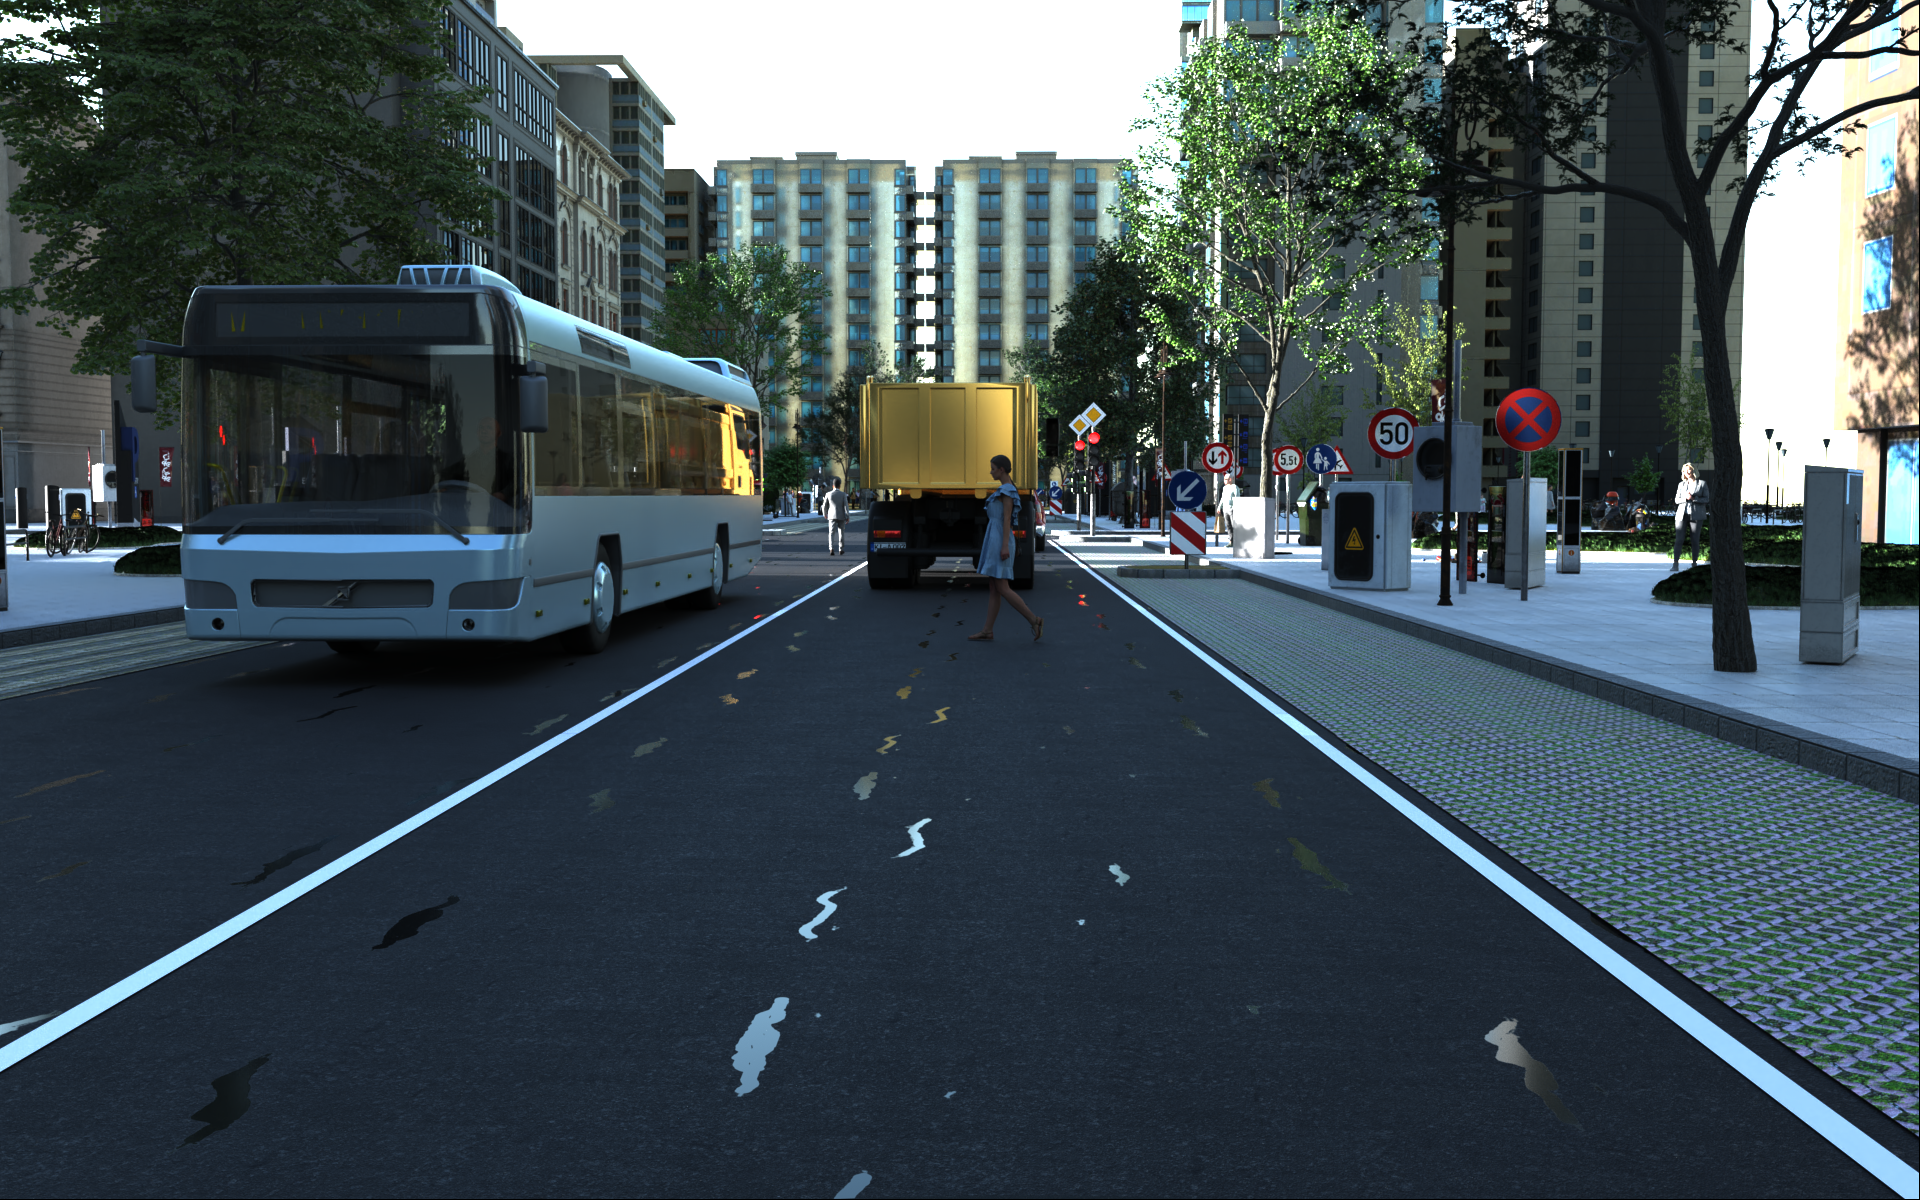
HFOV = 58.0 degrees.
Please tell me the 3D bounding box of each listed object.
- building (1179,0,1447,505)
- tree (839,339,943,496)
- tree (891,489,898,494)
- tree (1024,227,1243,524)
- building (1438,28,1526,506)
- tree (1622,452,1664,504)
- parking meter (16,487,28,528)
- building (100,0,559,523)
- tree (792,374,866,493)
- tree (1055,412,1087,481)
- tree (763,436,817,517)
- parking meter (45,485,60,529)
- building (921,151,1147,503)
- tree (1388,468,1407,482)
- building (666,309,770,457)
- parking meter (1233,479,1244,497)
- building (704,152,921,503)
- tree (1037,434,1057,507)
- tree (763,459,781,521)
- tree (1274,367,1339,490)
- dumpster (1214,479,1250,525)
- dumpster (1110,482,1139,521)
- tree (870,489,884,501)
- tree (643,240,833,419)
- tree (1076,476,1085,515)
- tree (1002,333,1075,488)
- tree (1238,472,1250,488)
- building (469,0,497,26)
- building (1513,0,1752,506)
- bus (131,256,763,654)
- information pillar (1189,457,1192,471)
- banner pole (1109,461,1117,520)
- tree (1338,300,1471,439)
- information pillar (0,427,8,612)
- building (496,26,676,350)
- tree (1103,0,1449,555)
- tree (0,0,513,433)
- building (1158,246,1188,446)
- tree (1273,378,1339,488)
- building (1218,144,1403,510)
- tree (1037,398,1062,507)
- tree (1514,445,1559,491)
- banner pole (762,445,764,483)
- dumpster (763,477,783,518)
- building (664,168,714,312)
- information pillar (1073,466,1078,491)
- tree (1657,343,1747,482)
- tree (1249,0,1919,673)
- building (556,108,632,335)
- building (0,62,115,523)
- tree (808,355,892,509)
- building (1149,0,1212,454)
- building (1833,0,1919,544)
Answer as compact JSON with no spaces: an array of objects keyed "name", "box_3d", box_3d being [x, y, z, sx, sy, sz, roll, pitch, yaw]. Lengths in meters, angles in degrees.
[{"name":"building","box_3d":[33.157,-33.521,167.675,23.786,49.044,30.456,0,4,1]},{"name":"tree","box_3d":[-9.262,-21.841,212.986,12.611,20.169,13.585,0,3,0]},{"name":"tree","box_3d":[-7.466,-12.577,200.235,1.663,3.219,1.824,0,3,0]},{"name":"tree","box_3d":[7.320,-9.632,74.498,9.611,12.733,9.660,0,3,0]},{"name":"building","box_3d":[48.436,-34.376,185.744,21.600,48.544,21.300,0,4,1]},{"name":"tree","box_3d":[31.178,-5.144,78.714,1.663,3.219,1.824,0,3,0]},{"name":"parking meter","box_3d":[-35.024,-3.440,64.657,0.372,1.533,0.369,0,3,0]},{"name":"building","box_3d":[-29.730,-17.926,86.595,14.314,27.812,24.014,0,4,1]},{"name":"tree","box_3d":[-9.024,-12.261,134.884,8.767,10.594,7.601,0,4,-6]},{"name":"tree","box_3d":[8.261,-10.280,118.438,4.737,8.622,4.395,0,3,0]},{"name":"tree","box_3d":[-9.817,-6.997,98.114,4.285,4.588,4.351,0,3,0]},{"name":"parking meter","box_3d":[-26.042,-2.527,49.734,0.372,1.533,0.369,0,3,0]},{"name":"building","box_3d":[10.536,-38.223,244.555,30.456,49.044,23.786,0,4,1]},{"name":"tree","box_3d":[31.654,-8.018,125.688,1.663,3.219,1.824,0,3,0]},{"name":"building","box_3d":[-36.453,-20.780,184.784,28.899,21.520,27.650,0,4,1]},{"name":"parking meter","box_3d":[10.111,-3.508,63.066,0.255,1.863,0.399,-2,4,-32]},{"name":"building","box_3d":[-20.070,-38.249,244.984,30.456,49.044,23.786,0,4,1]},{"name":"tree","box_3d":[8.116,-13.227,166.628,4.360,8.622,3.978,0,3,0]},{"name":"tree","box_3d":[-9.505,-5.413,83.107,1.663,3.219,1.824,0,3,0]},{"name":"tree","box_3d":[20.483,-9.160,100.133,4.737,8.622,4.395,0,3,0]},{"name":"dumpster","box_3d":[10.507,-3.729,66.727,1.264,1.857,1.865,0,4,1]},{"name":"dumpster","box_3d":[7.831,-4.680,82.284,1.264,1.857,1.865,0,4,1]},{"name":"tree","box_3d":[-7.852,-13.710,174.515,4.737,8.622,4.395,0,3,0]},{"name":"tree","box_3d":[-8.962,-8.815,69.888,9.928,11.665,9.643,0,3,0]},{"name":"tree","box_3d":[7.796,-6.987,108.843,1.663,3.219,1.824,0,3,0]},{"name":"tree","box_3d":[9.437,-21.169,202.009,12.611,20.169,13.585,0,3,0]},{"name":"tree","box_3d":[21.124,-8.338,130.934,1.663,3.219,1.824,0,3,0]},{"name":"building","box_3d":[-64.952,-39.484,187.566,28.212,58.520,21.231,0,4,1]},{"name":"building","box_3d":[69.547,-45.688,185.254,20.611,71.187,20.563,0,4,1]},{"name":"bus","box_3d":[-4.334,-1.437,18.354,2.948,3.499,13.247,0,4,2]},{"name":"information pillar","box_3d":[10.747,-5.470,80.785,0.183,3.616,0.504,1,4,10]},{"name":"banner pole","box_3d":[7.463,-5.801,84.862,0.401,3.779,0.863,3,5,39]},{"name":"tree","box_3d":[17.240,-7.003,64.869,4.737,8.622,4.395,0,3,0]},{"name":"information pillar","box_3d":[-10.621,-0.878,18.849,0.304,2.012,0.304,0,4,6]},{"name":"building","box_3d":[-38.540,-27.913,148.266,32.217,40.220,23.993,0,4,1]},{"name":"tree","box_3d":[6.638,-6.778,36.573,9.928,11.665,9.643,0,3,0]},{"name":"tree","box_3d":[-10.537,-6.564,25.441,7.486,12.596,7.792,0,3,0]},{"name":"building","box_3d":[28.668,-25.628,190.717,14.160,30.474,14.107,0,4,1]},{"name":"tree","box_3d":[21.836,-9.701,108.967,4.360,8.622,3.978,0,3,0]},{"name":"building","box_3d":[28.689,-22.897,146.067,14.160,30.474,14.107,0,4,1]},{"name":"tree","box_3d":[8.914,-16.336,177.464,12.009,13.543,11.850,0,3,0]},{"name":"tree","box_3d":[35.324,-7.417,104.985,4.285,4.588,4.351,0,3,0]},{"name":"banner pole","box_3d":[-8.968,-5.311,76.845,0.401,3.779,0.863,2,4,34]},{"name":"dumpster","box_3d":[-10.183,-5.439,91.418,1.502,2.255,1.985,0,4,1]},{"name":"building","box_3d":[-46.101,-37.997,244.951,21.600,48.544,21.300,0,4,1]},{"name":"information pillar","box_3d":[7.601,-7.449,113.142,0.504,3.616,0.183,1,4,17]},{"name":"tree","box_3d":[36.213,-8.245,85.164,4.737,8.622,4.395,0,3,0]},{"name":"tree","box_3d":[5.578,-4.782,12.601,8.767,10.594,7.601,-1,4,-12]},{"name":"building","box_3d":[-30.026,-19.751,110.319,14.401,28.519,23.554,0,4,1]},{"name":"building","box_3d":[-49.939,-14.114,79.912,18.267,20.994,9.793,0,4,1]},{"name":"tree","box_3d":[-8.551,-14.725,151.118,12.009,13.543,11.850,0,3,0]},{"name":"building","box_3d":[41.834,-56.835,241.918,31.000,86.520,22.319,0,4,1]},{"name":"building","box_3d":[26.420,-23.267,30.532,14.600,45.320,14.200,0,4,1]}]
